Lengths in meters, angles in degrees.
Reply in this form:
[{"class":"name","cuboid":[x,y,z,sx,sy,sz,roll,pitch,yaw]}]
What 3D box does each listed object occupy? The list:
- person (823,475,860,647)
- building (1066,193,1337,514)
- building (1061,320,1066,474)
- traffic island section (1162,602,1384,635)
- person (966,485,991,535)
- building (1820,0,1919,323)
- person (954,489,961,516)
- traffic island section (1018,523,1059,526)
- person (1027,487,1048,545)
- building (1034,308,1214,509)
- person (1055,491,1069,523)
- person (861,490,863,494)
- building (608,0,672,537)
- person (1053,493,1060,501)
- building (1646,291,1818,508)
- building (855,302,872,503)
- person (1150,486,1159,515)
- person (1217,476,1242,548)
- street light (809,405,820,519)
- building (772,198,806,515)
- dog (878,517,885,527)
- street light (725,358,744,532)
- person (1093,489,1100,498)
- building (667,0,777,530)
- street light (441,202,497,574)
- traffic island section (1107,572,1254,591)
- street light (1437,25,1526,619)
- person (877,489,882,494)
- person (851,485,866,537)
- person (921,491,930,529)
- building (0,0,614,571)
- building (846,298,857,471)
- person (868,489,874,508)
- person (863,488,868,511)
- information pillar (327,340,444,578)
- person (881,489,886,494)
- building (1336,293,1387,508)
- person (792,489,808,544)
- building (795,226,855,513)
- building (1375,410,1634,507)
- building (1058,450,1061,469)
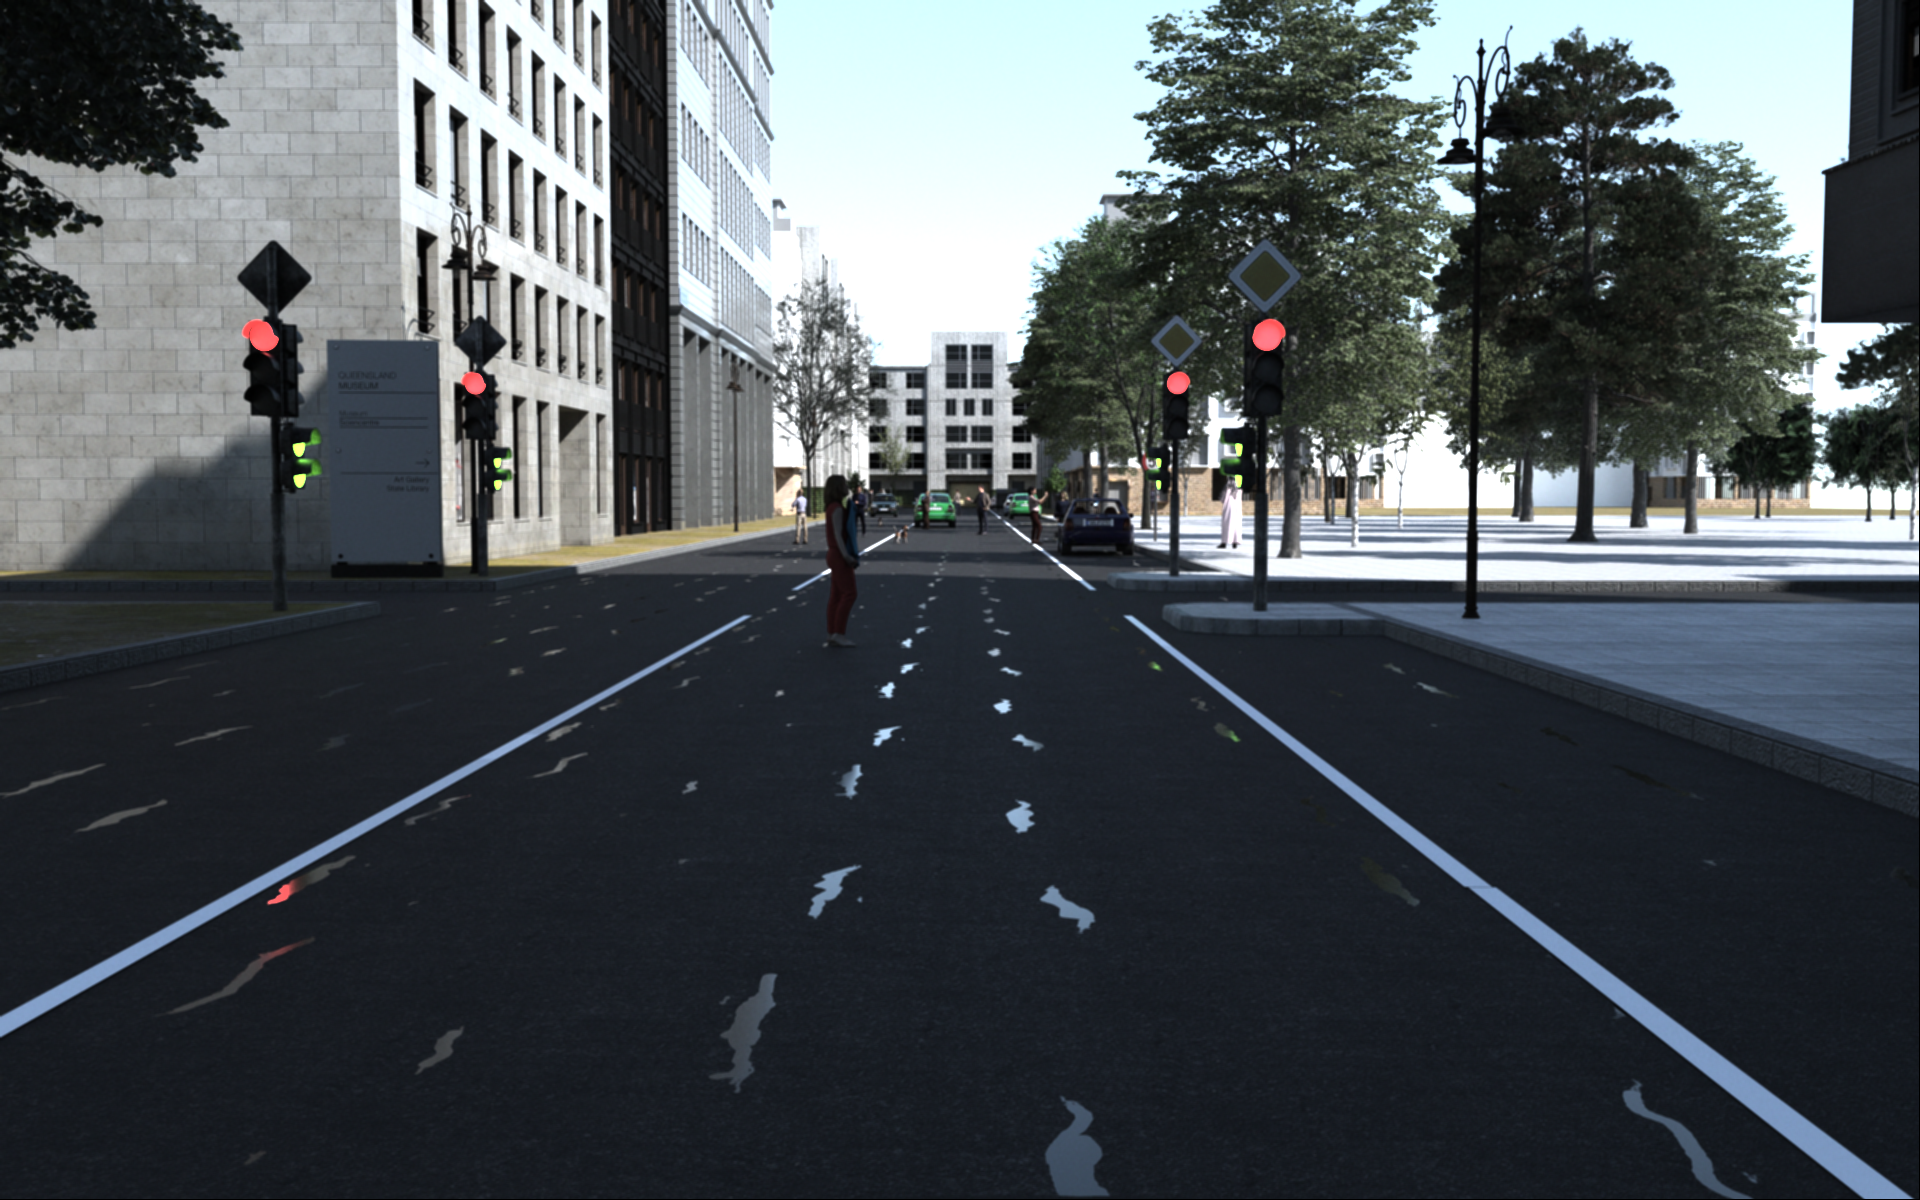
[{"class":"person","cuboid":[-1.109,-0.385,16.496,0.444,1.614,0.593,1,4,15]},{"class":"building","cuboid":[15.580,-15.794,114.654,16.016,20.091,11.380,0,4,0]},{"class":"building","cuboid":[15.904,-16.518,126.490,16.016,20.091,11.380,0,4,0]},{"class":"traffic island section","cuboid":[3.324,0.198,19.048,2.009,0.180,2.903,0,4,0]},{"class":"person","cuboid":[0.639,-3.191,61.202,0.750,1.759,0.617,-2,4,-31]},{"class":"building","cuboid":[14.666,-12.856,3.696,14.314,27.812,24.014,0,4,0]},{"class":"person","cuboid":[-0.242,-6.331,112.548,0.617,1.759,0.750,-2,4,-26]},{"class":"traffic island section","cuboid":[3.633,-3.421,78.799,1.991,0.108,1.994,0,4,0]},{"class":"person","cuboid":[2.218,-2.405,49.283,0.517,1.644,0.566,-3,5,-45]},{"class":"building","cuboid":[16.088,-17.972,160.299,16.747,18.905,31.486,0,4,0]},{"class":"person","cuboid":[2.942,-2.361,49.641,0.480,1.512,0.613,-1,4,-11]},{"class":"person","cuboid":[-7.915,-8.179,140.564,0.721,1.735,1.217,0,4,-1]},{"class":"building","cuboid":[-16.410,-13.652,52.887,12.332,23.373,15.834,0,4,0]},{"class":"person","cuboid":[6.498,-6.829,117.571,0.599,1.838,0.709,0,4,8]},{"class":"building","cuboid":[73.727,-19.069,168.200,11.380,20.091,16.016,0,4,0]},{"class":"building","cuboid":[-25.059,-18.449,168.096,31.486,18.905,16.747,0,4,0]},{"class":"person","cuboid":[12.217,-6.241,108.537,0.568,1.767,0.683,3,5,42]},{"class":"person","cuboid":[6.416,-2.093,40.938,0.551,1.740,0.621,-2,4,-33]},{"class":"street light","cuboid":[-7.550,-7.159,89.841,0.468,5.910,1.993,0,4,0]},{"class":"building","cuboid":[-17.928,-15.428,108.673,16.016,20.091,11.380,0,4,0]},{"class":"dog","cuboid":[-3.426,-3.428,76.242,0.550,0.427,0.748,3,5,41]},{"class":"street light","cuboid":[-7.623,-5.263,58.832,0.468,5.910,1.993,0,4,0]},{"class":"person","cuboid":[7.797,-5.523,98.208,0.647,1.594,0.662,-1,4,-15]},{"class":"building","cuboid":[-15.220,-18.225,75.463,11.434,29.767,29.804,0,4,0]},{"class":"street light","cuboid":[-7.838,-3.366,27.824,0.468,5.910,1.993,0,4,0]},{"class":"traffic island section","cuboid":[3.365,-0.291,27.032,2.009,0.180,2.903,0,4,0]},{"class":"street light","cuboid":[5.287,-2.749,17.740,0.468,5.910,1.993,0,4,0]},{"class":"person","cuboid":[-7.882,-10.105,171.262,0.705,1.824,1.348,3,4,38]},{"class":"person","cuboid":[-3.422,-2.986,58.019,0.576,1.737,0.504,0,4,8]},{"class":"person","cuboid":[-1.419,-3.694,71.160,0.388,1.546,0.482,0,4,-5]},{"class":"building","cuboid":[-14.333,-11.123,36.614,10.420,20.320,16.860,0,4,0]},{"class":"building","cuboid":[-16.984,-18.058,151.660,16.016,20.091,11.380,0,4,0]},{"class":"person","cuboid":[-8.698,-9.787,166.868,0.445,1.727,0.742,0,4,4]},{"class":"person","cuboid":[-7.308,-7.774,133.823,0.551,1.740,0.621,1,4,16]},{"class":"information pillar","cuboid":[-8.818,-2.157,26.578,1.656,3.620,0.184,0,4,-5]},{"class":"person","cuboid":[-7.201,-9.443,161.164,1.217,1.736,0.721,2,4,35]},{"class":"building","cuboid":[34.140,-19.082,168.414,11.380,20.091,16.016,0,4,0]},{"class":"person","cuboid":[-4.597,-2.397,49.756,0.516,1.574,0.319,-3,5,-39]},{"class":"building","cuboid":[-17.518,-16.138,130.307,16.747,18.905,31.486,0,4,0]},{"class":"building","cuboid":[54.021,-14.067,172.138,28.070,9.664,9.099,0,4,0]},{"class":"building","cuboid":[16.020,-17.275,138.869,16.016,20.091,11.380,0,4,0]}]
